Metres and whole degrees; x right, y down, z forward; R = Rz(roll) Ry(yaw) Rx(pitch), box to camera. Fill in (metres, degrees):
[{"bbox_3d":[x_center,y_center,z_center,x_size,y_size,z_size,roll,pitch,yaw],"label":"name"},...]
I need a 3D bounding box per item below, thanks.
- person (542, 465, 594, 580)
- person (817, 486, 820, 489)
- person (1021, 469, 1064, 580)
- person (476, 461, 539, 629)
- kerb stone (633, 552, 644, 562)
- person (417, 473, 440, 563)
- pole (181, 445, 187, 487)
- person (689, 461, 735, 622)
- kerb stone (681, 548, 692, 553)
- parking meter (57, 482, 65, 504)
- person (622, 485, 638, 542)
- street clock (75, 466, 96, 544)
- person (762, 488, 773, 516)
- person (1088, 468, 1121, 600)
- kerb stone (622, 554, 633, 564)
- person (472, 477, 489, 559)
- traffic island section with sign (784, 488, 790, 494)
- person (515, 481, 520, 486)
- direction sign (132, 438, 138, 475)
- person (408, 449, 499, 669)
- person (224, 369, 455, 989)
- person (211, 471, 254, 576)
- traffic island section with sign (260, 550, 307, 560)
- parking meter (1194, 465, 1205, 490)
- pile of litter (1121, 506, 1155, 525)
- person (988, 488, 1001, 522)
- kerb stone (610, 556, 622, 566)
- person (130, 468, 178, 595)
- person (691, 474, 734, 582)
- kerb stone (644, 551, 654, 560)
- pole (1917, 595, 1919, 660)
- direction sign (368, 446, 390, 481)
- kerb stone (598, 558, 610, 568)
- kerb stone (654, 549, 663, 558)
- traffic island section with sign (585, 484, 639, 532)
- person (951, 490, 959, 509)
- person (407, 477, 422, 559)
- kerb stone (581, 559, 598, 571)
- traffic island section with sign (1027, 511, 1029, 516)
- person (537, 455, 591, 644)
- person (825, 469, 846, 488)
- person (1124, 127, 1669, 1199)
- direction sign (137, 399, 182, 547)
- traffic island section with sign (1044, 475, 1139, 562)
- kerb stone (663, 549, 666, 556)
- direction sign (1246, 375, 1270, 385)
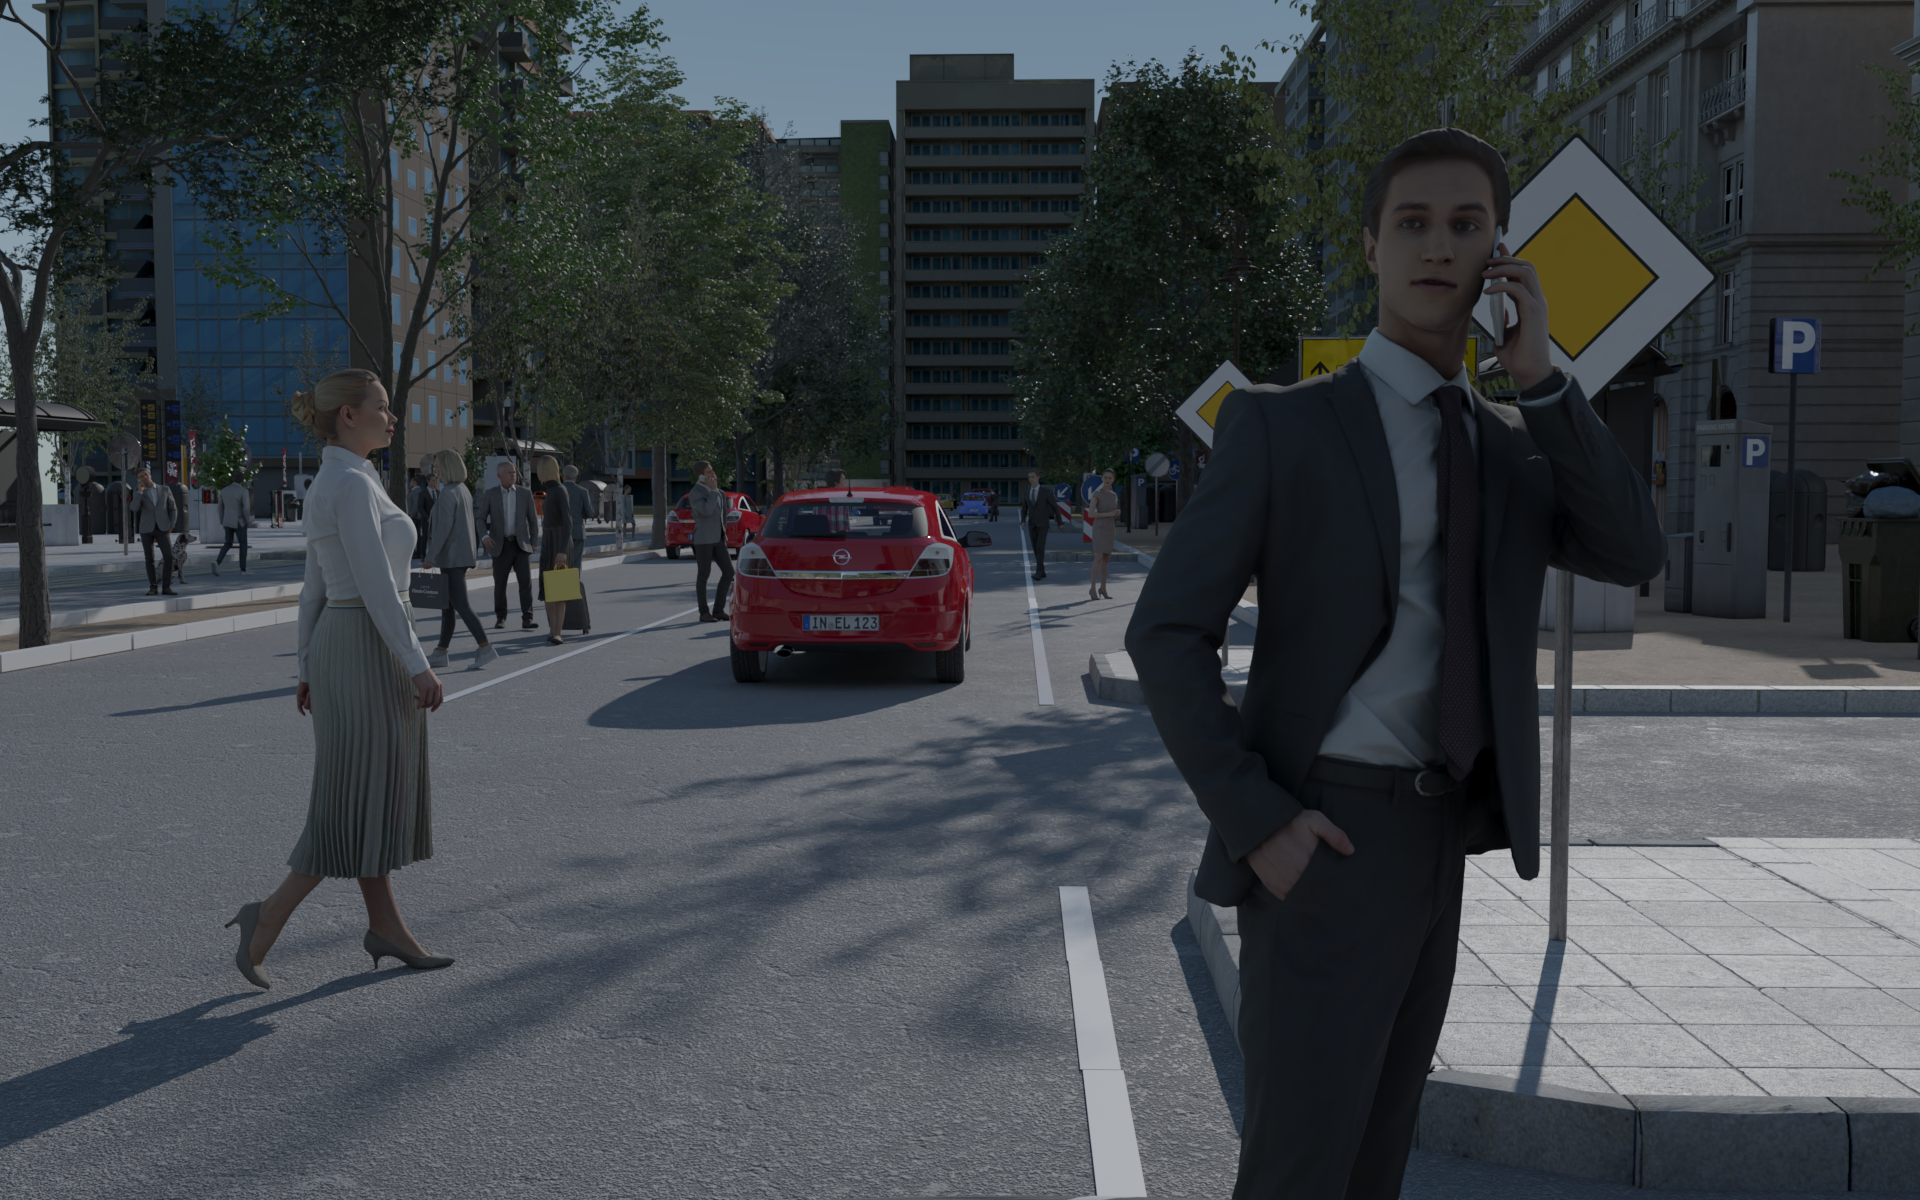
[{"bbox_3d":[-5.048,-0.836,22.345,0.661,1.801,0.590,-1,4,-10],"label":"person"},{"bbox_3d":[-6.775,-4.527,82.505,0.713,1.824,0.794,2,4,31],"label":"person"},{"bbox_3d":[1.282,-1.256,28.810,0.659,1.850,0.755,2,4,30],"label":"person"},{"bbox_3d":[-4.743,-0.576,18.315,0.661,1.777,0.834,-2,4,-32],"label":"person"},{"bbox_3d":[-6.963,-0.890,36.900,0.120,0.150,1.000,0,4,2],"label":"kerb stone"},{"bbox_3d":[-10.719,-1.652,35.288,0.755,1.850,0.659,3,4,37],"label":"person"},{"bbox_3d":[-32.237,-4.781,72.009,0.158,3.312,0.155,0,3,0],"label":"pole"},{"bbox_3d":[-2.773,-0.657,19.426,0.473,1.802,0.592,3,4,37],"label":"person"},{"bbox_3d":[-6.754,-1.269,43.038,0.120,0.150,1.000,0,4,2],"label":"kerb stone"},{"bbox_3d":[-43.787,-4.819,84.502,0.255,1.863,0.399,2,4,35],"label":"parking meter"},{"bbox_3d":[-9.930,-2.582,51.715,0.522,1.701,0.512,1,4,17],"label":"person"},{"bbox_3d":[-22.538,-2.453,44.671,0.471,2.002,0.358,1,4,15],"label":"street clock"},{"bbox_3d":[-9.072,-4.570,82.992,0.755,1.850,0.659,-1,4,-20],"label":"person"},{"bbox_3d":[1.978,-0.903,23.612,0.599,1.781,0.374,-3,5,-40],"label":"person"},{"bbox_3d":[-6.993,-0.837,35.875,0.120,0.150,1.000,0,4,2],"label":"kerb stone"},{"bbox_3d":[-10.679,-1.805,38.200,0.526,1.800,0.537,-1,4,-8],"label":"person"},{"bbox_3d":[-11.603,-6.541,115.574,1.989,1.847,2.006,0,4,2],"label":"traffic island section with sign"},{"bbox_3d":[-13.730,-2.762,53.429,0.659,1.850,0.755,0,4,3],"label":"person"},{"bbox_3d":[-33.249,-4.785,70.238,0.876,3.537,0.379,2,4,26],"label":"direction sign"},{"bbox_3d":[-4.167,-0.337,14.197,0.728,1.800,0.709,0,4,6],"label":"person"},{"bbox_3d":[-1.825,0.224,5.071,0.641,1.798,0.478,-1,4,-18],"label":"person"},{"bbox_3d":[-12.712,-1.342,30.285,0.661,1.843,0.795,1,4,18],"label":"person"},{"bbox_3d":[-14.134,-1.820,38.383,1.989,1.847,2.006,0,4,2],"label":"traffic island section with sign"},{"bbox_3d":[5.394,-2.021,38.754,0.255,1.863,0.399,-1,4,-9],"label":"parking meter"},{"bbox_3d":[7.483,-3.577,72.454,1.176,0.858,1.719,-2,4,-24],"label":"pile of litter"},{"bbox_3d":[1.784,-4.903,89.460,0.445,1.727,0.742,2,4,30],"label":"person"},{"bbox_3d":[-7.033,-0.773,34.845,0.120,0.150,1.000,0,4,2],"label":"kerb stone"},{"bbox_3d":[-11.409,-0.971,24.555,0.592,1.802,0.473,-1,4,-11],"label":"person"},{"bbox_3d":[-3.978,-1.169,28.014,0.661,1.777,0.834,-3,5,-44],"label":"person"},{"bbox_3d":[-6.928,-0.959,37.921,0.120,0.150,1.000,0,4,2],"label":"kerb stone"},{"bbox_3d":[7.532,-1.191,13.324,0.158,3.312,0.155,0,3,0],"label":"pole"},{"bbox_3d":[-19.344,-4.027,57.833,0.876,3.537,0.379,1,4,15],"label":"direction sign"},{"bbox_3d":[-7.060,-0.711,33.823,0.120,0.150,1.000,0,4,2],"label":"kerb stone"},{"bbox_3d":[-6.888,-1.020,38.951,0.120,0.150,1.000,0,4,2],"label":"kerb stone"},{"bbox_3d":[-13.243,-3.481,65.544,1.989,1.847,2.006,0,4,2],"label":"traffic island section with sign"},{"bbox_3d":[-0.484,-9.459,163.295,0.705,1.807,1.348,-3,4,-37],"label":"person"},{"bbox_3d":[-12.067,-1.807,38.231,0.473,1.802,0.592,1,4,9],"label":"person"},{"bbox_3d":[-7.093,-0.646,32.798,0.120,0.150,1.000,0,4,2],"label":"kerb stone"},{"bbox_3d":[5.341,-6.487,114.685,1.989,1.847,2.006,0,4,2],"label":"traffic island section with sign"},{"bbox_3d":[-3.891,-0.506,16.995,0.699,1.804,1.509,0,4,4],"label":"person"},{"bbox_3d":[-1.503,-0.650,19.962,0.643,1.720,0.563,-3,5,-42],"label":"person"},{"bbox_3d":[0.579,0.342,2.264,0.648,1.900,0.474,-3,4,-36],"label":"person"},{"bbox_3d":[-19.203,-3.039,41.681,0.876,3.537,0.379,-2,4,-34],"label":"direction sign"},{"bbox_3d":[2.825,-1.770,37.570,1.989,1.847,2.006,0,4,2],"label":"traffic island section with sign"},{"bbox_3d":[-6.862,-1.087,39.972,0.120,0.150,1.000,0,4,2],"label":"kerb stone"},{"bbox_3d":[5.757,-2.517,33.150,0.876,3.537,0.379,-2,4,-30],"label":"direction sign"}]
